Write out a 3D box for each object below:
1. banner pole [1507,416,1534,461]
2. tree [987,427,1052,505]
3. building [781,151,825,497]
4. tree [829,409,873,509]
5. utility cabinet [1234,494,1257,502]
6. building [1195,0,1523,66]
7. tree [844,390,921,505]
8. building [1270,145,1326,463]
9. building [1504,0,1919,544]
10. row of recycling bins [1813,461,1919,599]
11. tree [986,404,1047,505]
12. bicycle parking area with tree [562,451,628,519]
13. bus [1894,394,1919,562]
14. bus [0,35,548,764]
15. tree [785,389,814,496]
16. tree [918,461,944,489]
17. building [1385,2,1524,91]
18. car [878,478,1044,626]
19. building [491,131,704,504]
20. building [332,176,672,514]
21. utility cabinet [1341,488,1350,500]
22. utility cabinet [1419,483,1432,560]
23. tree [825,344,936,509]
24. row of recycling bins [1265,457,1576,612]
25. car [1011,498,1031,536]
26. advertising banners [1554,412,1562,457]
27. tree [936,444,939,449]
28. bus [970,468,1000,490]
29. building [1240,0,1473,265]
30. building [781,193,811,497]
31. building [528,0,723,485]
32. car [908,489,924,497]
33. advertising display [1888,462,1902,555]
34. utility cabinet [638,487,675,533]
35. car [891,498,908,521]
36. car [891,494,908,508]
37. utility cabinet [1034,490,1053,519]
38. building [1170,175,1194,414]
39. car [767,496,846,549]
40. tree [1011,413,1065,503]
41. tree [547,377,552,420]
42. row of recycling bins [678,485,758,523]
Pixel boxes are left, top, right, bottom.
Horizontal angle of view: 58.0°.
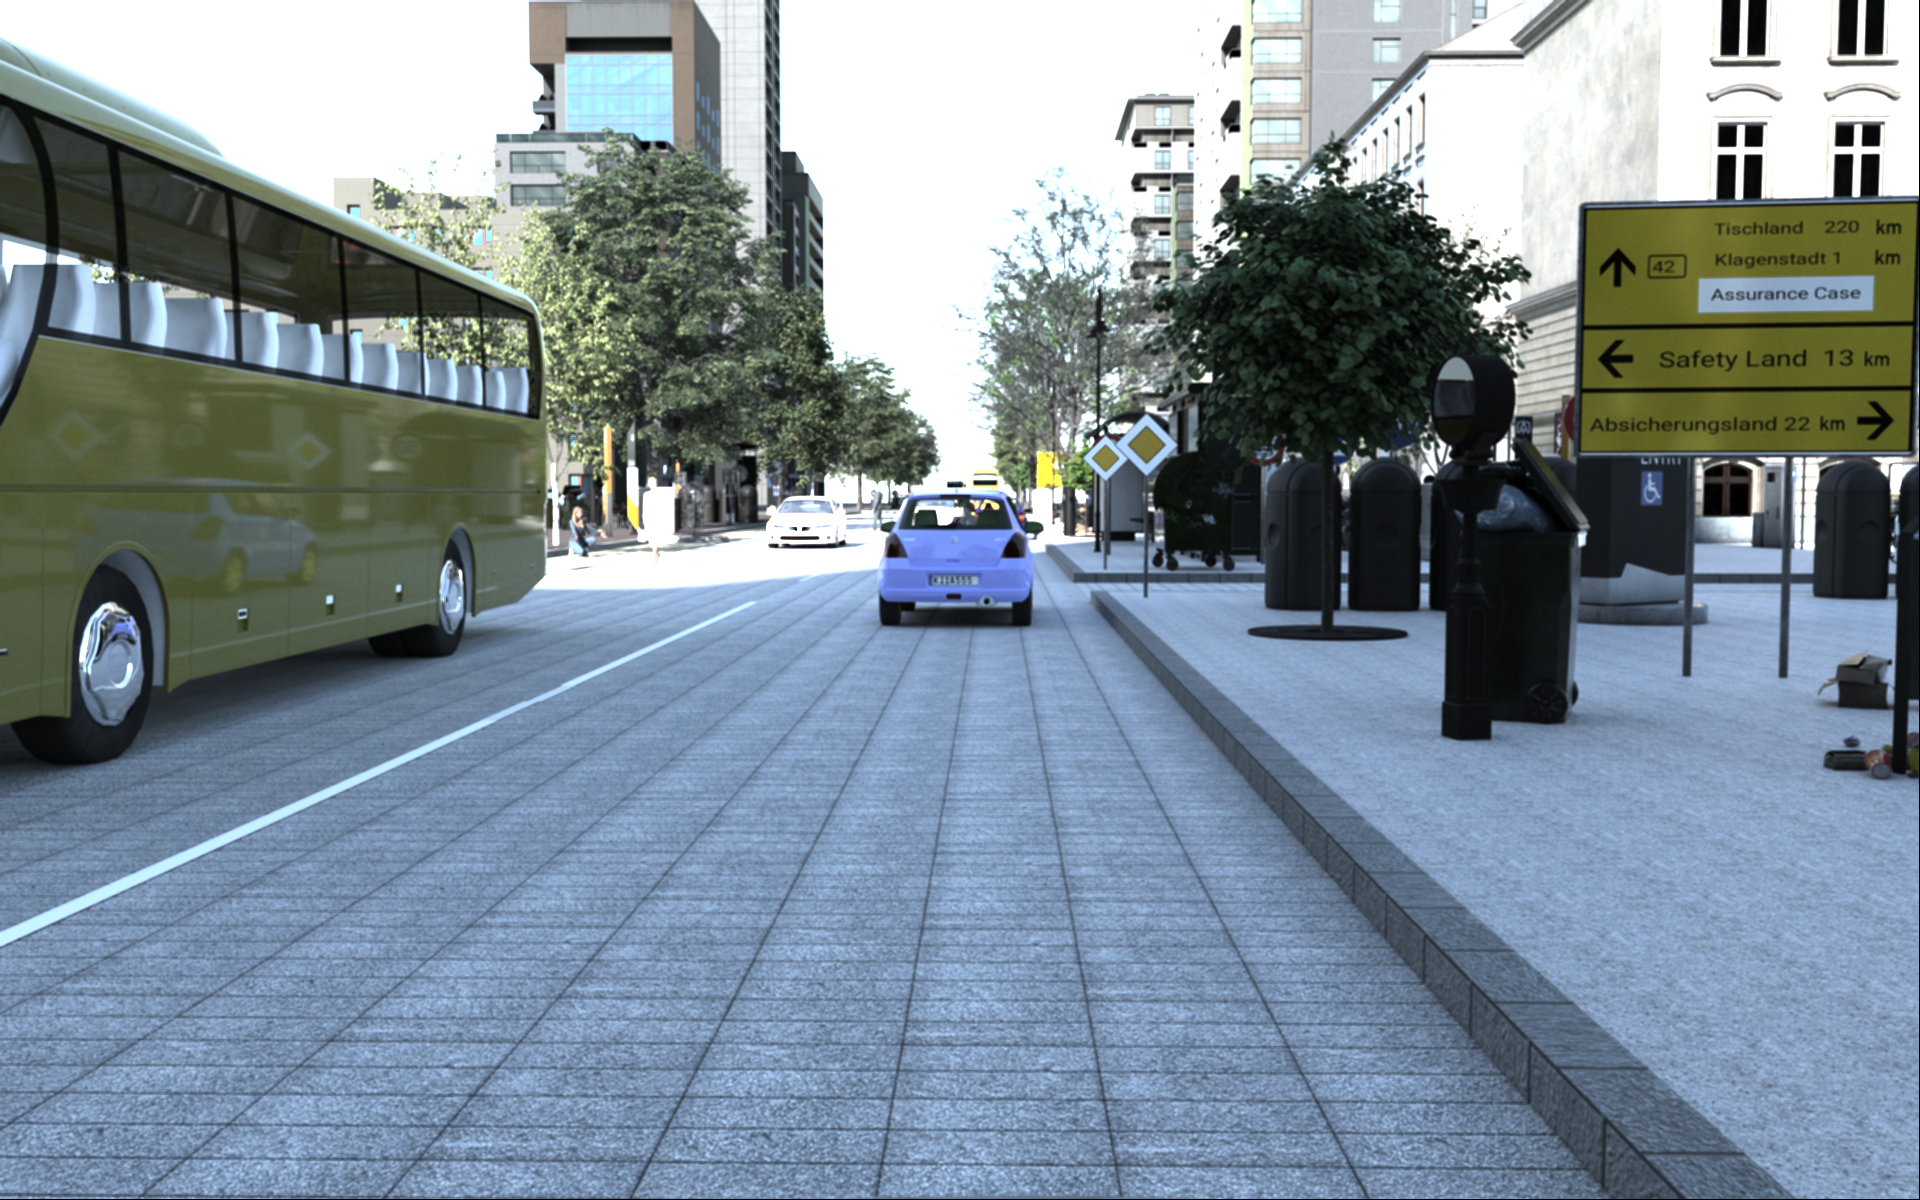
[{"bbox_3d":[15.822,-3.620,49.202,0.863,3.779,0.401,1,4,15],"label":"banner pole"},{"bbox_3d":[7.797,-17.750,207.222,9.611,12.733,9.660,0,3,0],"label":"tree"},{"bbox_3d":[-31.066,-38.170,247.785,21.300,48.544,21.600,0,4,1],"label":"building"},{"bbox_3d":[-8.925,-11.202,133.509,4.360,8.622,3.978,0,3,0],"label":"tree"},{"bbox_3d":[7.814,-2.423,48.294,1.173,1.500,0.318,2,4,28],"label":"utility cabinet"},{"bbox_3d":[33.475,-33.533,137.506,28.713,52.752,27.495,0,4,1],"label":"building"},{"bbox_3d":[-8.441,-17.033,196.613,7.486,12.596,7.792,0,3,0],"label":"tree"},{"bbox_3d":[22.922,-15.048,95.187,9.793,20.994,18.267,0,4,1],"label":"building"},{"bbox_3d":[34.862,-14.059,48.955,34.723,24.649,14.460,0,4,1],"label":"building"},{"bbox_3d":[12.317,-0.846,20.949,3.534,1.692,1.069,1,4,20],"label":"row of recycling bins"},{"bbox_3d":[6.347,-16.729,191.645,7.486,12.596,7.792,0,3,0],"label":"tree"},{"bbox_3d":[-22.684,-6.836,98.765,9.016,4.147,8.231,3,5,43],"label":"bicycle parking area with tree"},{"bbox_3d":[20.296,-1.881,25.617,13.247,3.499,2.948,0,4,3],"label":"bus"},{"bbox_3d":[-5.697,-1.278,12.444,2.896,3.916,12.252,0,4,0],"label":"bus"},{"bbox_3d":[-9.902,-9.978,113.499,4.737,8.622,4.395,0,3,0],"label":"tree"},{"bbox_3d":[-6.237,-20.210,264.846,8.767,10.594,7.601,-2,4,-34],"label":"tree"},{"bbox_3d":[23.132,-13.932,76.946,9.793,20.994,18.267,0,4,1],"label":"building"},{"bbox_3d":[0.013,-0.649,20.199,1.945,1.707,3.694,0,4,2],"label":"car"},{"bbox_3d":[-29.183,-22.623,141.592,14.160,30.474,14.107,0,4,1],"label":"building"},{"bbox_3d":[-36.487,-16.814,119.951,27.650,21.520,28.899,0,4,1],"label":"building"},{"bbox_3d":[13.051,-3.073,58.914,1.173,1.500,0.318,-1,4,-9],"label":"utility cabinet"},{"bbox_3d":[9.087,-1.501,33.227,0.318,1.500,1.173,0,4,-5],"label":"utility cabinet"},{"bbox_3d":[-8.472,-14.756,147.913,9.857,13.997,8.962,0,3,0],"label":"tree"},{"bbox_3d":[5.200,-0.743,19.260,3.534,1.692,1.069,0,4,3],"label":"row of recycling bins"},{"bbox_3d":[1.267,-2.561,54.454,1.945,1.354,3.894,0,4,2],"label":"car"},{"bbox_3d":[12.683,-2.542,37.743,0.090,3.025,2.074,-1,4,-8],"label":"advertising banners"},{"bbox_3d":[-7.196,-20.707,245.211,9.857,13.997,8.962,0,3,0],"label":"tree"},{"bbox_3d":[2.367,-10.553,164.087,2.896,3.916,12.252,0,4,1],"label":"bus"},{"bbox_3d":[25.779,-26.524,117.262,14.154,41.232,14.086,0,4,1],"label":"building"},{"bbox_3d":[-27.641,-33.427,230.123,14.154,41.232,14.086,0,4,1],"label":"building"},{"bbox_3d":[-29.419,-30.937,155.922,14.600,45.320,14.200,0,4,1],"label":"building"},{"bbox_3d":[-2.363,-6.724,118.615,2.281,1.827,5.304,0,4,3],"label":"car"},{"bbox_3d":[19.383,-1.833,35.178,0.974,1.923,0.123,1,4,21],"label":"advertising display"},{"bbox_3d":[-9.825,-2.891,55.946,1.173,1.500,0.318,0,4,-4],"label":"utility cabinet"},{"bbox_3d":[-0.729,-1.931,43.928,2.083,1.381,4.827,0,4,0],"label":"car"},{"bbox_3d":[-5.444,-9.389,162.301,1.959,1.807,4.718,0,4,3],"label":"car"},{"bbox_3d":[4.319,-4.969,89.928,0.318,1.500,1.173,-3,4,-37],"label":"utility cabinet"},{"bbox_3d":[26.179,-23.694,159.104,14.160,30.474,14.107,0,4,1],"label":"building"},{"bbox_3d":[-4.121,-2.125,47.098,2.083,1.381,4.827,0,4,1],"label":"car"},{"bbox_3d":[6.527,-11.781,142.981,4.737,8.622,4.395,0,3,0],"label":"tree"},{"bbox_3d":[-19.232,-7.565,74.044,4.360,8.622,3.978,0,3,0],"label":"tree"},{"bbox_3d":[-10.791,-4.292,77.279,3.534,1.692,1.069,-1,4,-13],"label":"row of recycling bins"}]
